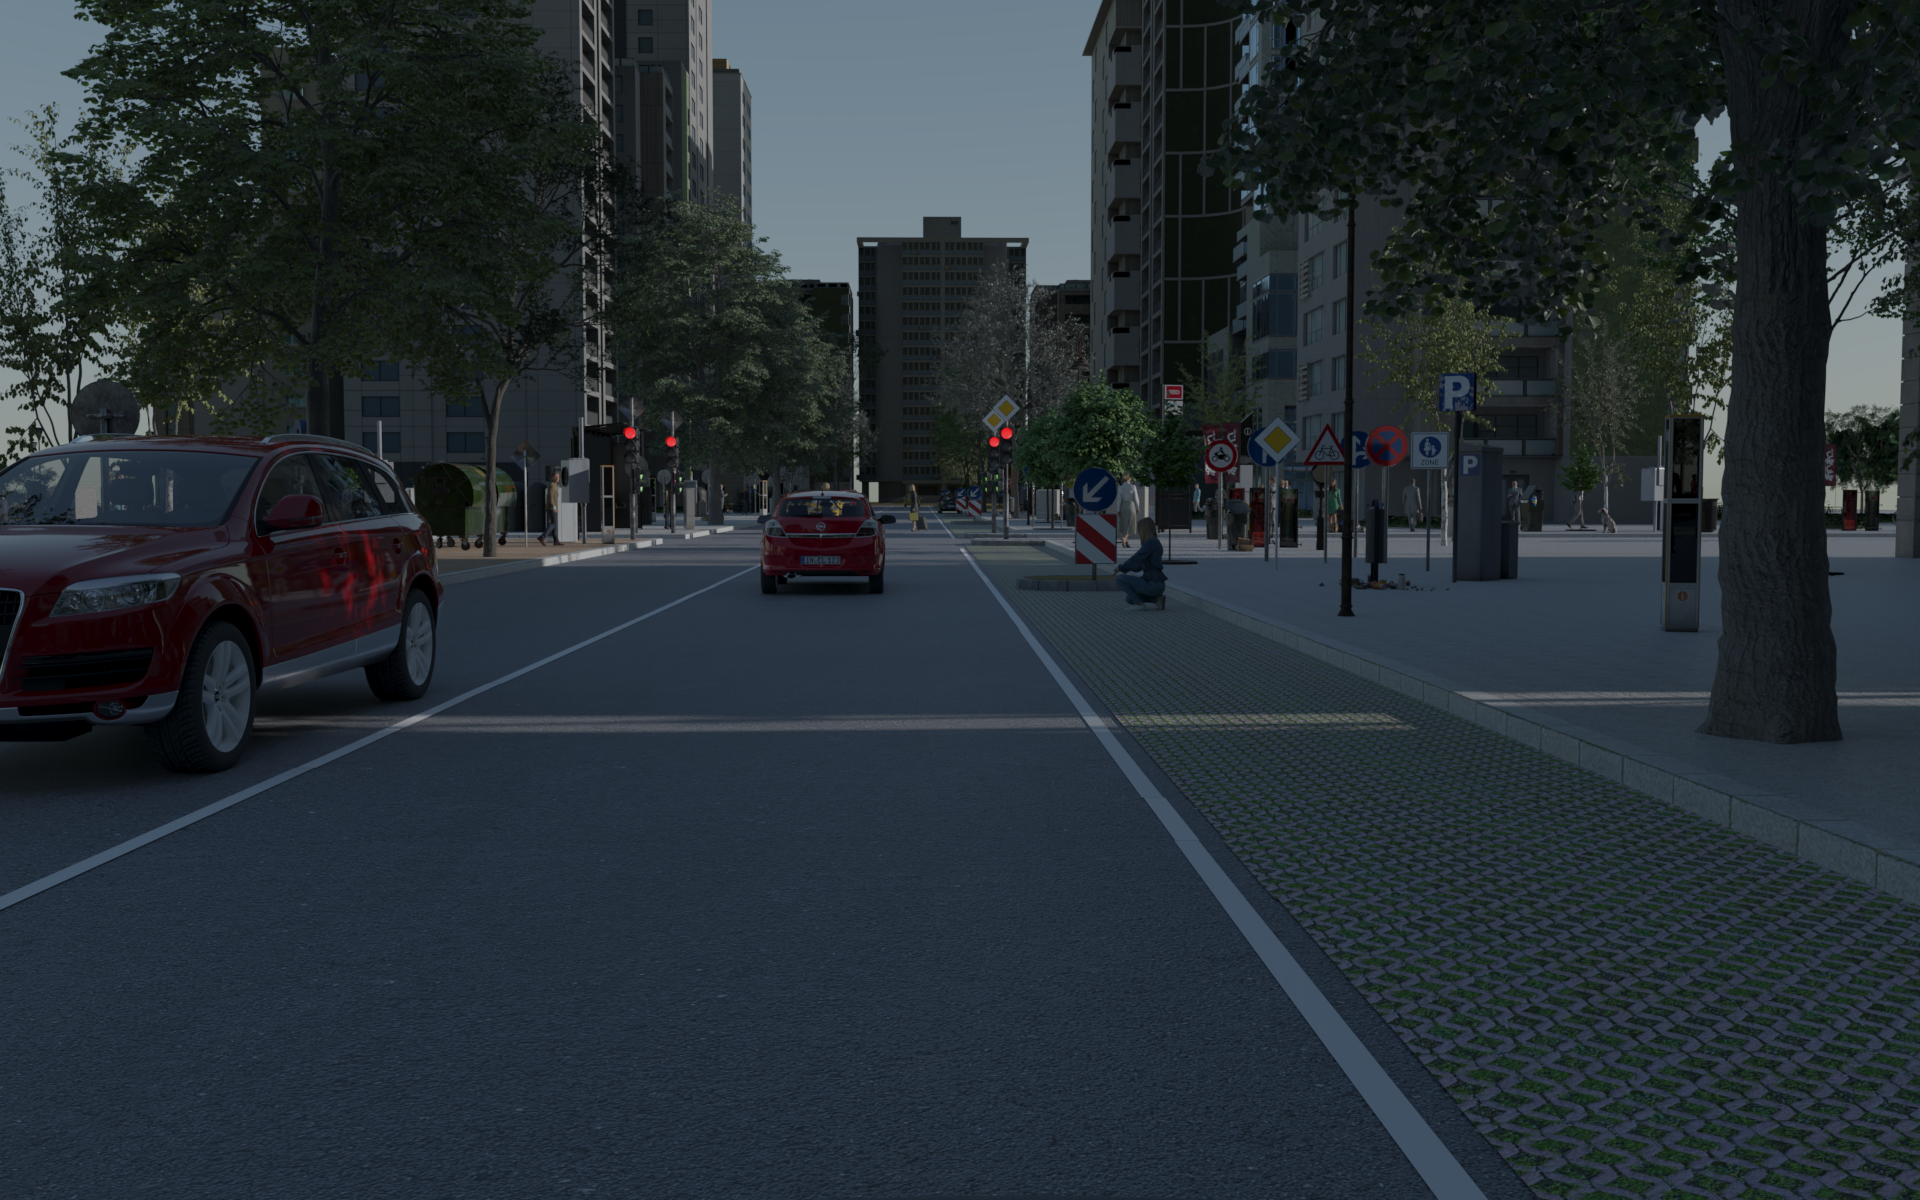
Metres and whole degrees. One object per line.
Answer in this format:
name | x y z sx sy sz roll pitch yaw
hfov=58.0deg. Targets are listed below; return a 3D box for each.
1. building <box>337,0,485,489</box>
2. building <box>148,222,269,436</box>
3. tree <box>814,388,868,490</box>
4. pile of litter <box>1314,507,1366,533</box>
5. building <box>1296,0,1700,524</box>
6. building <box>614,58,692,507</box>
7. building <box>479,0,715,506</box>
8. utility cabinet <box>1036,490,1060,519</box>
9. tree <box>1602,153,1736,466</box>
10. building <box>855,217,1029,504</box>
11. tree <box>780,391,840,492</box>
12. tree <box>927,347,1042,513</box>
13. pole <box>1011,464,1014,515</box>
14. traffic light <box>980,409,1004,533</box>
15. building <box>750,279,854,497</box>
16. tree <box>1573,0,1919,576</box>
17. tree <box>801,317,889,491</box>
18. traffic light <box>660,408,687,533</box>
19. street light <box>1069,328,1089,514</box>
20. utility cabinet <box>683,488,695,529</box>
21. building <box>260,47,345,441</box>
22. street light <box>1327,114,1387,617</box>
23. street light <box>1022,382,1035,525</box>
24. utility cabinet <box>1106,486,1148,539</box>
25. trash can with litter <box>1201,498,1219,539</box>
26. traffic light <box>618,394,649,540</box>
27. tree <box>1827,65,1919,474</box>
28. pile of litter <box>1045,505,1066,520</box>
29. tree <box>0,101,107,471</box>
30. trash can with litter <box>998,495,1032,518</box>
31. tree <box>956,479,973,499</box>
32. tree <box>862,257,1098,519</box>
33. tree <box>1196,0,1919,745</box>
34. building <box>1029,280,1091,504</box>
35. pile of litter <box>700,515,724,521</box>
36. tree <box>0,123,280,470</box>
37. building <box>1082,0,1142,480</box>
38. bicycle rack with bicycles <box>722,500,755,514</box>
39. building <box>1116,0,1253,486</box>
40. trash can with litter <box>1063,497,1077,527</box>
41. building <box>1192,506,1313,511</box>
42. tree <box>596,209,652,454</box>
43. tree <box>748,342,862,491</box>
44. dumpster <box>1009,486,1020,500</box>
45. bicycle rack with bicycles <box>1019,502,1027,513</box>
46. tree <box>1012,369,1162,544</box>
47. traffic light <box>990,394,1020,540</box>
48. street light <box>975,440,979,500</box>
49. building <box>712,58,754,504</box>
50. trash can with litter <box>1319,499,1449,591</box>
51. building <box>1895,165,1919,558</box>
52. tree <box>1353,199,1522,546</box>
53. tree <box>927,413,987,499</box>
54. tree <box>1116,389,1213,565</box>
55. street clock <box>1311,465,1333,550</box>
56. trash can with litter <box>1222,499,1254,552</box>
building | -36.770 -42.928 140.125 20.563 71.187 20.611 0 4 -1
building | -76.301 -25.261 184.710 14.107 30.474 14.160 0 4 -1
tree | -12.460 -14.512 163.019 9.928 11.665 9.643 0 3 0
pile of litter | 12.698 -2.673 57.667 1.719 0.858 1.176 2 4 24
building | 23.819 -24.172 78.812 14.086 41.232 14.154 0 4 -1
building | -32.631 -29.064 158.783 14.154 41.232 14.086 0 4 -1
building | -37.313 -45.532 182.693 20.611 71.187 20.563 0 4 -1
utility cabinet | 4.398 -4.783 86.874 1.173 1.500 0.318 2 4 30
tree | 15.468 -5.286 36.796 4.737 8.622 4.395 0 3 0
building | -2.581 -33.850 245.325 23.993 40.220 32.217 0 4 -1
tree | -11.064 -10.026 114.291 4.360 8.622 3.978 0 3 0
tree | 1.782 -11.849 119.491 9.928 11.665 9.643 0 3 0
pole | 3.185 -6.785 104.779 0.158 3.312 0.155 0 3 0
traffic light | 1.095 -4.153 56.819 0.839 4.253 0.868 0 4 -1
building | -21.618 -28.403 236.085 14.107 30.474 14.160 0 4 -1
tree | 13.331 -6.216 27.393 9.928 11.665 9.643 0 3 0
tree | -14.174 -19.974 182.467 12.611 20.169 13.585 0 3 0
traffic light | -9.363 -4.137 56.558 0.839 4.253 0.868 0 4 -1
street light | 3.310 -4.618 48.291 0.468 5.910 1.993 0 4 -1
utility cabinet | -9.936 -3.350 63.443 0.318 1.500 1.173 -1 4 -14
building | -58.379 -34.115 181.482 21.600 48.544 21.300 0 4 -1
street light | 4.058 -2.767 18.026 0.468 5.910 1.993 0 4 -1
street light | 2.834 -6.045 71.616 0.468 5.910 1.993 0 4 -1
utility cabinet | 4.753 -2.480 49.223 1.173 1.500 0.318 2 4 26
trash can with litter | 7.388 -2.296 48.926 1.055 1.170 0.624 -1 4 -20
traffic light | -9.175 -3.649 48.575 0.839 4.253 0.868 0 4 -1
tree | 12.121 -4.254 19.920 4.360 8.622 3.978 0 3 0
pile of litter | 5.011 -4.373 85.464 1.719 0.858 1.176 0 4 -4
tree | -16.763 -4.997 32.069 4.737 8.622 4.395 0 3 0
trash can with litter | 3.171 -5.062 93.827 2.233 1.210 1.678 -3 4 -36
tree | 0.709 -12.055 191.707 1.663 3.219 1.824 0 3 0
tree | 2.855 -10.978 89.857 12.009 13.543 11.850 0 3 0
tree | 4.417 -6.244 8.747 9.857 13.997 8.962 0 3 0
building | 16.779 -28.434 236.595 14.107 30.474 14.160 0 4 -1
pile of litter | -11.820 -4.170 82.152 1.176 0.858 1.719 2 4 27
tree | -16.986 -5.315 37.264 4.737 8.622 4.395 0 3 0
building | 28.188 -36.110 179.637 28.713 52.752 27.495 0 4 -1
bicycle rack with bicycles | -14.816 -6.109 113.262 2.925 0.926 2.852 0 4 -4
building | 25.487 -43.815 154.625 20.563 71.187 20.611 0 4 -1
trash can with litter | 4.544 -3.467 68.075 1.055 1.170 0.624 -3 5 -44
building | 26.902 -49.090 115.300 22.319 86.520 31.000 0 4 -1
tree | -10.127 -10.108 71.929 9.857 13.997 8.962 0 3 0
tree | -11.865 -13.359 128.797 12.009 13.543 11.850 0 3 0
dumpster | 3.831 -7.552 129.240 1.264 1.857 1.865 0 4 -1
bicycle rack with bicycles | 5.272 -6.176 114.365 2.925 0.926 2.852 0 4 -6
tree | 3.702 -3.763 45.235 4.285 4.588 4.351 0 3 0
traffic light | 1.283 -3.665 48.836 0.839 4.253 0.868 0 4 -1
street light | 1.375 -9.716 131.642 0.468 5.910 1.993 0 4 -1
building | -42.841 -42.549 237.674 28.212 58.520 21.231 0 4 -1
trash can with litter | 5.827 -0.792 24.007 1.678 1.210 2.233 1 4 9
building | 25.133 -11.092 23.148 13.314 21.916 24.055 0 4 -1
tree | 11.876 -5.643 42.628 4.737 8.622 4.395 0 3 0
tree | -0.166 -17.145 198.441 7.486 12.596 7.792 0 3 0
tree | 3.886 -2.287 31.997 1.663 3.219 1.824 0 3 0
street clock | 8.246 -2.139 39.541 0.471 2.002 0.358 0 4 4
trash can with litter | 6.368 -1.687 38.964 0.624 1.170 1.055 -1 4 -11
